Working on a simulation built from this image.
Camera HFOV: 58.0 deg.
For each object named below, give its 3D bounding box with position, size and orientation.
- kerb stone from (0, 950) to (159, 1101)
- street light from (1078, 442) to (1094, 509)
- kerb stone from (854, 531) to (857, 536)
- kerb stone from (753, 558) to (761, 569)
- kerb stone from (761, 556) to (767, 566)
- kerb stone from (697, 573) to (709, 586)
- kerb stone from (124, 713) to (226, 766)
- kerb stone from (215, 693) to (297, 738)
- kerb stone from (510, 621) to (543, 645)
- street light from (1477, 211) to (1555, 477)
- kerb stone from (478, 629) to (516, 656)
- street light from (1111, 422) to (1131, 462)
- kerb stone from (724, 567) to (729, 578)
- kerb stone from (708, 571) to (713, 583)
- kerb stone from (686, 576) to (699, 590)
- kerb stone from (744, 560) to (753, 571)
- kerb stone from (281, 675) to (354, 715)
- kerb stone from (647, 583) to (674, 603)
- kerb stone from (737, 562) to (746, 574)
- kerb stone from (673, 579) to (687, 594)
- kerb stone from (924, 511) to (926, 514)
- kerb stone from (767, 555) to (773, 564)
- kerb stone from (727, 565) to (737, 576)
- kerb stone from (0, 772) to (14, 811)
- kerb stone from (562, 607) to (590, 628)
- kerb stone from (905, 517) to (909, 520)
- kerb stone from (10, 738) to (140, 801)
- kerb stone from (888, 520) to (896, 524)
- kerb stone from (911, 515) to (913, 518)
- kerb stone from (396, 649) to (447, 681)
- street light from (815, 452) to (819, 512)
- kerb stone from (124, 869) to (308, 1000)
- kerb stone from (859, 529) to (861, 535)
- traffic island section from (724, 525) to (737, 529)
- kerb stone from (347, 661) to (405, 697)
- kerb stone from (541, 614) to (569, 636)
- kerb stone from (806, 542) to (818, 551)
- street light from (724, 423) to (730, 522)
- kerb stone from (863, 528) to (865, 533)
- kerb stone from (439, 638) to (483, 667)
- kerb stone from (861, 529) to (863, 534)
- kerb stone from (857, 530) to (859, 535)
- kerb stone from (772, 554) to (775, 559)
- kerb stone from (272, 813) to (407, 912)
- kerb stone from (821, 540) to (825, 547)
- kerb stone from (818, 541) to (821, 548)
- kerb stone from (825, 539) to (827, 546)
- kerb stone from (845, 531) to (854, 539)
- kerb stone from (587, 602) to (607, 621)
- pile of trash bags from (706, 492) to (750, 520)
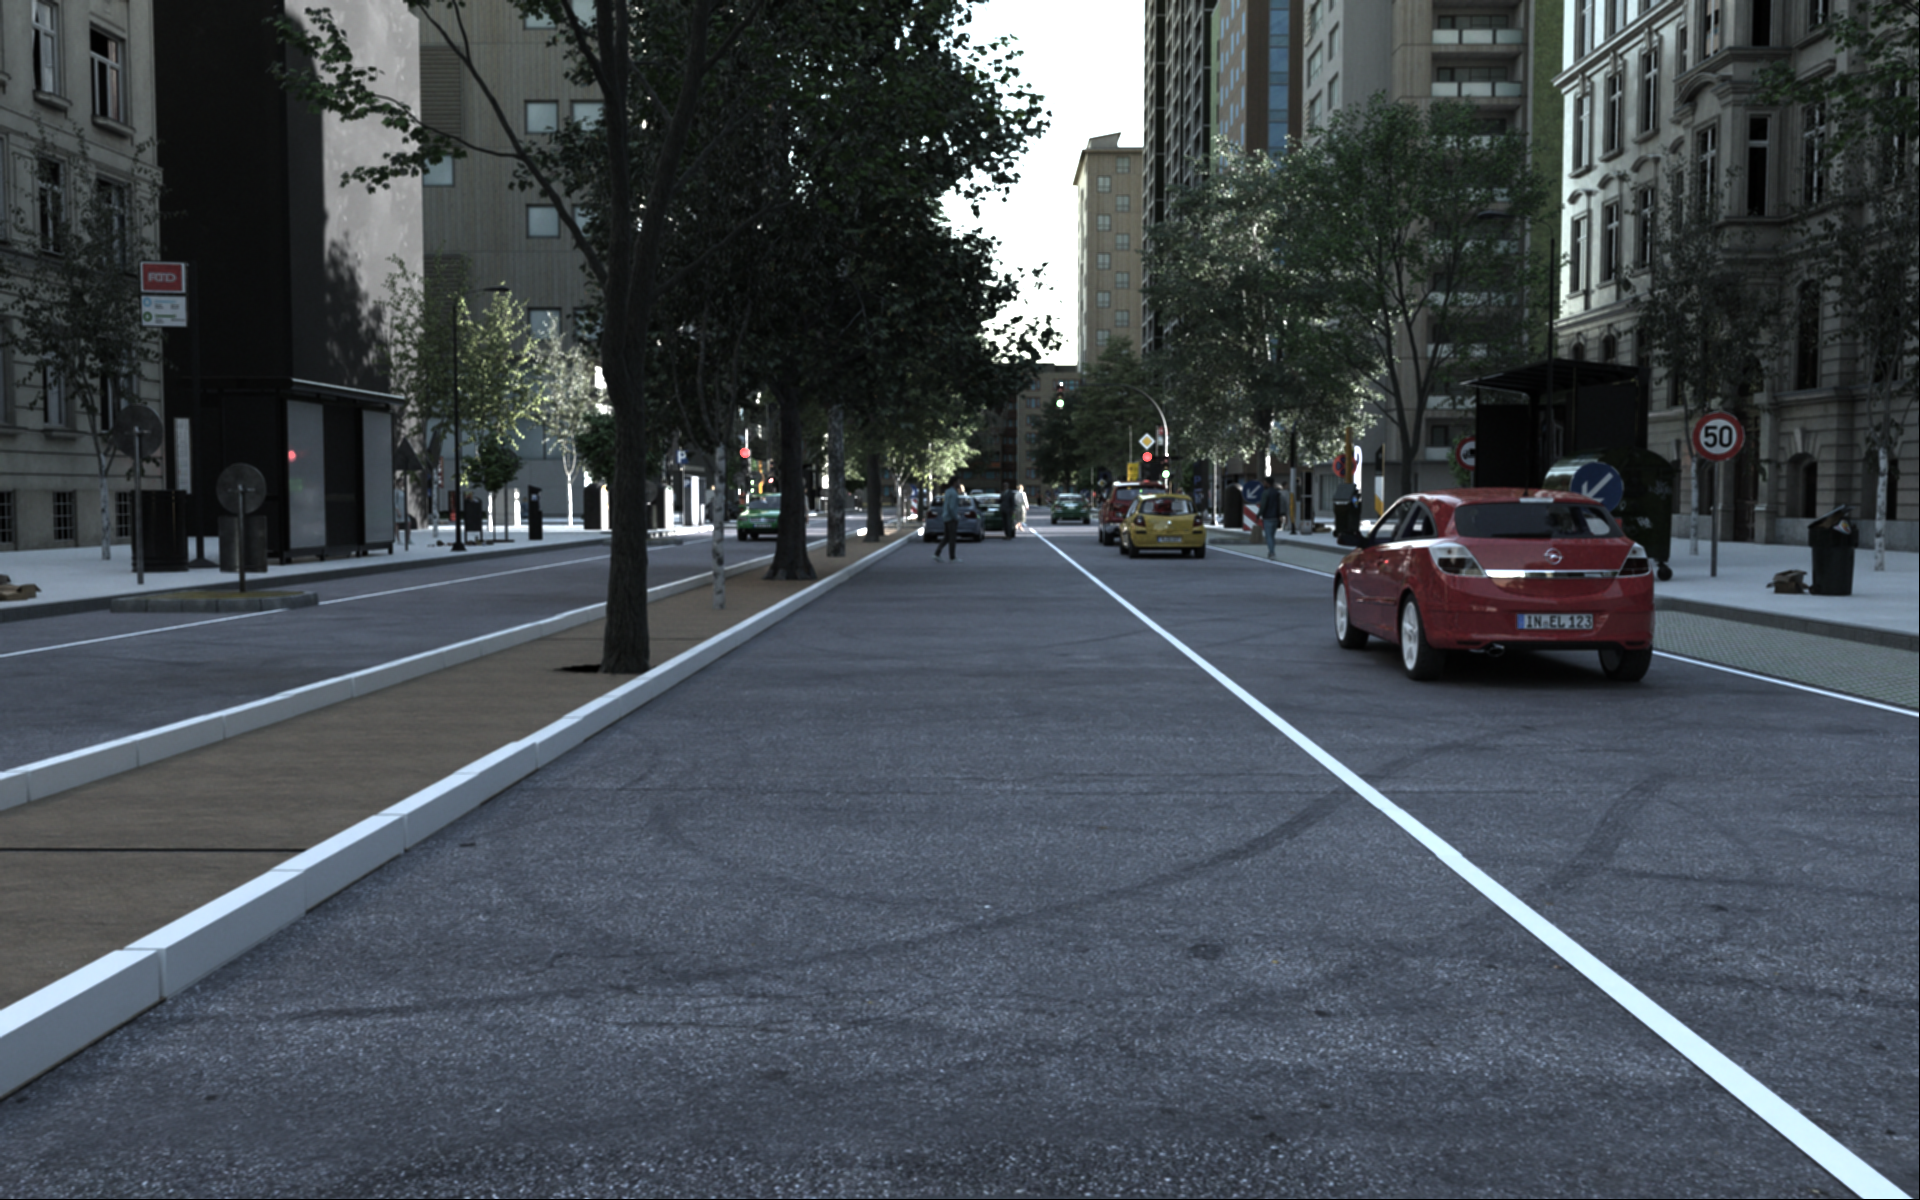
[{"bbox_3d":[-2.321,1.090,4.373,0.120,0.150,1.000,0,4,1],"label":"kerb stone"},{"bbox_3d":[11.148,-11.074,153.602,1.470,5.913,1.316,0,4,1],"label":"street light"},{"bbox_3d":[-3.618,-2.173,57.744,0.120,0.150,1.000,0,4,1],"label":"kerb stone"},{"bbox_3d":[-3.986,-0.667,33.125,0.120,0.150,1.000,0,4,1],"label":"kerb stone"},{"bbox_3d":[-3.974,-0.731,34.153,0.120,0.150,1.000,0,4,1],"label":"kerb stone"},{"bbox_3d":[-4.082,-0.291,26.957,0.120,0.150,1.000,0,4,1],"label":"kerb stone"},{"bbox_3d":[-4.341,0.775,9.546,0.120,0.150,1.000,0,4,1],"label":"kerb stone"},{"bbox_3d":[-4.326,0.716,10.576,0.120,0.150,1.000,0,4,1],"label":"kerb stone"},{"bbox_3d":[-4.235,0.337,16.719,0.120,0.150,1.000,0,4,1],"label":"kerb stone"},{"bbox_3d":[9.199,-3.430,28.627,1.470,5.913,1.316,0,4,1],"label":"street light"},{"bbox_3d":[-4.247,0.397,15.697,0.120,0.150,1.000,0,4,1],"label":"kerb stone"},{"bbox_3d":[10.427,-8.505,111.596,1.470,5.913,1.316,0,4,1],"label":"street light"},{"bbox_3d":[-4.047,-0.414,29.011,0.120,0.150,1.000,0,4,1],"label":"kerb stone"},{"bbox_3d":[-4.062,-0.354,27.989,0.120,0.150,1.000,0,4,1],"label":"kerb stone"},{"bbox_3d":[-4.094,-0.227,25.932,0.120,0.150,1.000,0,4,1],"label":"kerb stone"},{"bbox_3d":[-4.006,-0.605,32.094,0.120,0.150,1.000,0,4,1],"label":"kerb stone"},{"bbox_3d":[-4.319,0.648,11.598,0.120,0.150,1.000,0,4,1],"label":"kerb stone"},{"bbox_3d":[-4.128,-0.103,23.888,0.120,0.150,1.000,0,4,1],"label":"kerb stone"},{"bbox_3d":[-4.021,-0.542,31.069,0.120,0.150,1.000,0,4,1],"label":"kerb stone"},{"bbox_3d":[-4.106,-0.166,24.910,0.120,0.150,1.000,0,4,1],"label":"kerb stone"},{"bbox_3d":[-2.484,-6.840,134.074,0.120,0.150,1.000,0,4,1],"label":"kerb stone"},{"bbox_3d":[-3.966,-0.788,35.176,0.120,0.150,1.000,0,4,1],"label":"kerb stone"},{"bbox_3d":[-4.036,-0.479,30.033,0.120,0.150,1.000,0,4,1],"label":"kerb stone"},{"bbox_3d":[-4.374,0.899,7.496,0.120,0.150,1.000,0,4,1],"label":"kerb stone"},{"bbox_3d":[-4.212,0.209,18.774,0.120,0.150,1.000,0,4,1],"label":"kerb stone"},{"bbox_3d":[-3.055,-4.523,96.153,0.120,0.150,1.000,0,4,1],"label":"kerb stone"},{"bbox_3d":[-4.356,0.836,8.524,0.120,0.150,1.000,0,4,1],"label":"kerb stone"},{"bbox_3d":[-3.255,-3.708,82.847,0.120,0.150,1.000,0,4,1],"label":"kerb stone"},{"bbox_3d":[-2.969,-4.835,101.280,0.120,0.150,1.000,0,4,1],"label":"kerb stone"},{"bbox_3d":[-4.284,0.523,13.650,0.120,0.150,1.000,0,4,1],"label":"kerb stone"},{"bbox_3d":[-9.547,-9.160,122.312,1.470,5.913,1.316,0,4,1],"label":"street light"},{"bbox_3d":[-2.296,1.028,5.395,0.120,0.150,1.000,0,4,1],"label":"kerb stone"},{"bbox_3d":[-3.591,-2.300,59.792,0.120,0.150,1.000,0,4,1],"label":"kerb stone"},{"bbox_3d":[-8.876,-3.032,71.850,2.009,0.180,2.903,0,4,1],"label":"traffic island section"},{"bbox_3d":[-4.290,0.586,12.620,0.120,0.150,1.000,0,4,1],"label":"kerb stone"},{"bbox_3d":[-4.218,0.282,17.747,0.120,0.150,1.000,0,4,1],"label":"kerb stone"},{"bbox_3d":[-3.813,-1.358,44.406,0.120,0.150,1.000,0,4,1],"label":"kerb stone"},{"bbox_3d":[-10.224,-6.549,79.612,1.470,5.913,1.316,0,4,1],"label":"street light"},{"bbox_3d":[-3.561,-2.426,61.854,0.120,0.150,1.000,0,4,1],"label":"kerb stone"},{"bbox_3d":[-4.266,0.460,14.672,0.120,0.150,1.000,0,4,1],"label":"kerb stone"},{"bbox_3d":[-3.582,-2.356,60.827,0.120,0.150,1.000,0,4,1],"label":"kerb stone"},{"bbox_3d":[-3.609,-2.235,58.766,0.120,0.150,1.000,0,4,1],"label":"kerb stone"},{"bbox_3d":[-3.948,-0.851,36.198,0.120,0.150,1.000,0,4,1],"label":"kerb stone"},{"bbox_3d":[-2.288,0.965,6.417,0.120,0.150,1.000,0,4,1],"label":"kerb stone"},{"bbox_3d":[-3.798,-1.484,46.457,0.120,0.150,1.000,0,4,1],"label":"kerb stone"},{"bbox_3d":[-3.809,-1.421,45.428,0.120,0.150,1.000,0,4,1],"label":"kerb stone"},{"bbox_3d":[-3.776,-1.547,47.487,0.120,0.150,1.000,0,4,1],"label":"kerb stone"},{"bbox_3d":[-3.637,-2.111,56.713,0.120,0.150,1.000,0,4,1],"label":"kerb stone"},{"bbox_3d":[-4.189,0.147,19.795,0.120,0.150,1.000,0,4,1],"label":"kerb stone"},{"bbox_3d":[-11.278,-4.646,85.711,1.912,1.369,3.447,-2,4,-33],"label":"pile of trash bags"}]
